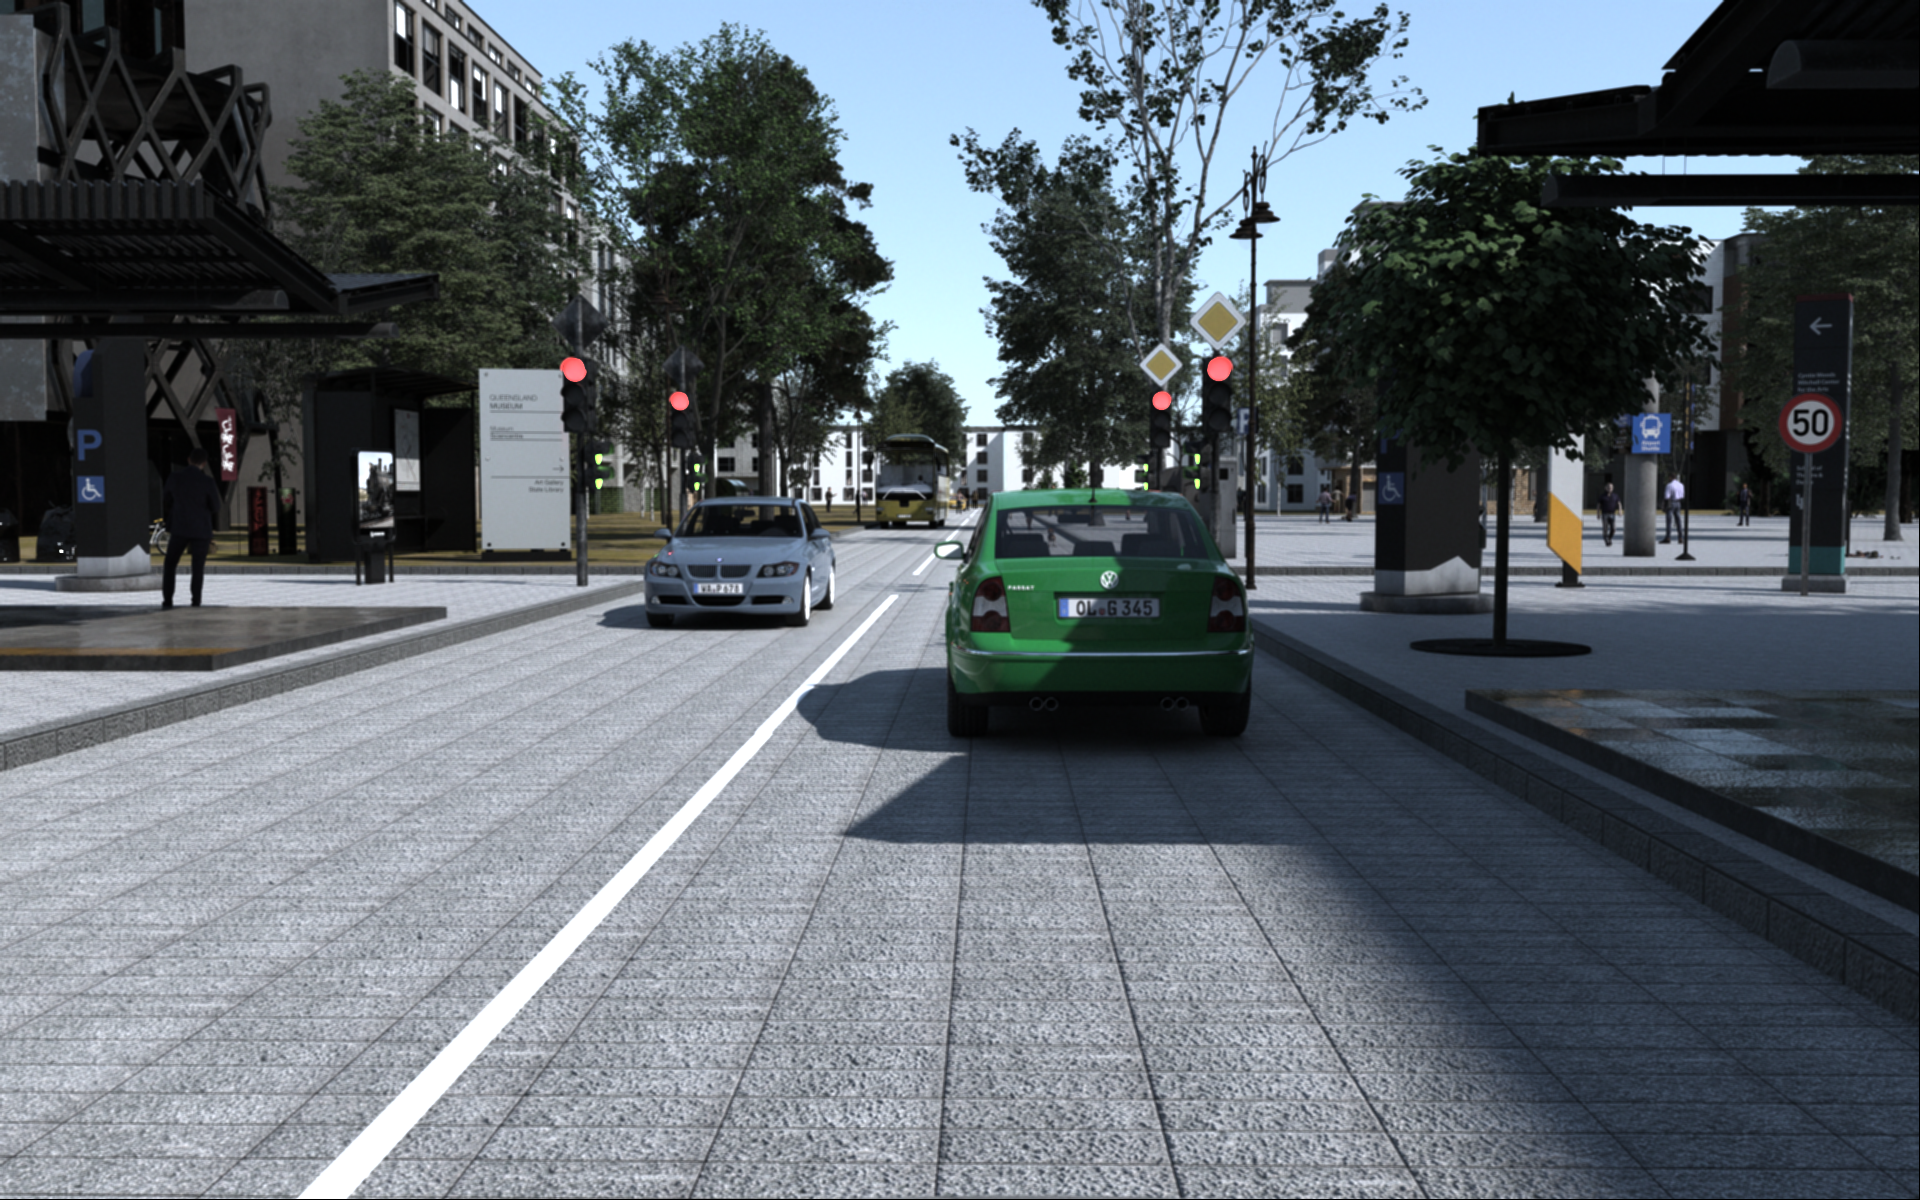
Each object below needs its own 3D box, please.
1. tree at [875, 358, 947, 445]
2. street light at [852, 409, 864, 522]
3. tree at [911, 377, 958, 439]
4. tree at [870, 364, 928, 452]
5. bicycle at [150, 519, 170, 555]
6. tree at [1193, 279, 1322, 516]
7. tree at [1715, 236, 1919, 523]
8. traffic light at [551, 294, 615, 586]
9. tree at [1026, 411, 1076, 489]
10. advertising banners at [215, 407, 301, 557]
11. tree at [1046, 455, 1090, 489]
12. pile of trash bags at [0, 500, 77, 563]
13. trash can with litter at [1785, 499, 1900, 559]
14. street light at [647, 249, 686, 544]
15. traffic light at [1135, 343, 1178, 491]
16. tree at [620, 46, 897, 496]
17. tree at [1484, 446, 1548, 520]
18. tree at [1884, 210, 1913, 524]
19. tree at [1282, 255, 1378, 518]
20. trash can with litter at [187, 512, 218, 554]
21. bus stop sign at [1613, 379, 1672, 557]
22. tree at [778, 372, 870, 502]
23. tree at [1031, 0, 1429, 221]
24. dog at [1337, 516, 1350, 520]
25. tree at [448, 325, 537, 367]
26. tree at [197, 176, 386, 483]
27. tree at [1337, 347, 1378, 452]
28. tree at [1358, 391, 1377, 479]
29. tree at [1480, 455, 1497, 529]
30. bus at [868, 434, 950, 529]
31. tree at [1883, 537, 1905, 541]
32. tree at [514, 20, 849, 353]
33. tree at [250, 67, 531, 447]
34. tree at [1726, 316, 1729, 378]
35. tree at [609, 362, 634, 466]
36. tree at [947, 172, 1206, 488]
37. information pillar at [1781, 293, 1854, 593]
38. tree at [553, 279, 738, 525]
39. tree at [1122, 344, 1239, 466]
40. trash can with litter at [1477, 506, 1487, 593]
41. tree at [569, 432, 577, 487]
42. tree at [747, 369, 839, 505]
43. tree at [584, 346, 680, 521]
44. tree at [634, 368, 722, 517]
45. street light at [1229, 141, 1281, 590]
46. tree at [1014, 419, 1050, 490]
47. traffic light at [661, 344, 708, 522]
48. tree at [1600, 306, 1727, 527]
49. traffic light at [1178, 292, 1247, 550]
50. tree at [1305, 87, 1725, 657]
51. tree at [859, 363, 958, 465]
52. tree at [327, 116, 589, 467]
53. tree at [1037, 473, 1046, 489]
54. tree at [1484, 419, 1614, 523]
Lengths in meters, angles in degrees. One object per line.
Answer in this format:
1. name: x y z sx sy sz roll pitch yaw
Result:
1. tree: -3.441 -15.460 159.433 9.857 13.997 8.962 0 3 0
2. street light: -4.668 -6.539 79.705 0.468 5.910 1.993 0 4 1
3. tree: -3.671 -16.592 178.707 7.806 13.903 7.818 0 3 0
4. tree: -4.179 -9.095 99.066 4.737 8.622 4.395 0 3 0
5. bicycle: -16.661 -1.367 35.567 0.635 0.972 1.543 3 5 42
6. tree: 10.257 -6.714 60.134 4.737 8.622 4.395 0 3 0
7. tree: 49.075 -11.769 94.236 13.155 14.587 18.604 -3 5 -41
8. traffic light: -5.249 -2.128 24.034 0.839 4.213 0.868 0 4 1
9. tree: 6.870 -11.097 131.803 4.737 8.622 4.395 0 3 0
10. advertising banners: -14.471 -2.418 35.716 0.090 3.025 2.074 2 4 27
11. tree: 5.092 -5.055 77.249 1.663 3.219 1.824 0 3 0
12. pile of trash bags: -18.309 -1.401 32.653 3.447 1.369 1.912 -1 4 -12
13. trash can with litter: 18.072 -1.477 35.212 1.678 1.210 2.233 -1 4 -12
14. street light: -5.540 -3.676 32.896 0.468 5.910 1.993 0 4 1
15. traffic light: 3.660 -2.607 31.872 0.839 4.213 0.868 0 4 1
16. tree: -5.637 -8.595 47.949 7.806 13.903 7.818 0 3 0
17. tree: 31.260 -8.700 92.615 4.737 8.622 4.395 0 3 0
18. tree: 46.844 -10.708 76.905 13.155 14.587 18.604 2 4 24
19. tree: 21.098 -11.274 91.760 7.806 13.903 7.818 0 3 0
20. trash can with litter: -16.234 -1.562 36.921 0.624 1.170 1.055 -1 4 -9
21. bus stop sign: 13.974 -2.845 35.525 0.837 3.901 0.837 0 4 -4
22. tree: -8.084 -8.780 93.921 4.737 8.622 4.395 0 3 0
23. tree: 6.049 -11.678 46.825 12.611 20.169 13.585 0 3 0
24. dog: 19.389 -4.245 87.146 0.748 0.427 0.550 1 4 21
25. tree: -20.669 -7.853 78.759 4.360 8.622 3.978 0 3 0
26. tree: -15.086 -5.455 39.557 4.360 8.622 3.978 0 3 0
27. tree: 15.820 -6.866 62.626 4.360 8.622 3.978 0 3 0
28. tree: 25.317 -10.919 100.574 6.751 12.117 7.091 0 3 0
29. tree: 19.776 -7.245 68.821 4.360 8.622 3.978 0 3 0
30. bus: -1.984 -5.087 74.714 2.896 3.916 12.252 0 4 2
31. tree: 25.482 -7.880 46.970 7.486 12.596 7.792 0 3 0
32. tree: -5.873 -6.955 39.464 9.928 11.665 9.643 0 3 0
33. tree: -15.845 -7.890 47.121 7.486 12.596 7.792 0 3 0
34. tree: 27.640 -7.123 66.821 4.360 8.622 3.978 0 3 0
35. tree: -17.613 -8.878 95.519 4.360 8.622 3.978 0 3 0
36. tree: 5.433 -9.913 68.732 9.857 13.997 8.962 0 3 0
37. information pillar: 11.292 -2.040 22.732 0.750 3.857 0.750 2 4 31
38. tree: -12.624 -8.430 72.245 7.601 10.594 8.767 2 4 27
39. tree: 12.792 -10.246 101.934 7.601 10.594 8.767 0 4 3
40. trash can with litter: 6.117 -0.633 21.741 0.624 1.170 1.055 -1 4 -19
41. tree: -19.474 -8.499 89.314 4.737 8.622 4.395 0 3 0
42. tree: -8.626 -8.353 86.932 4.360 8.622 3.978 0 3 0
43. tree: -14.603 -8.082 82.511 4.737 8.622 4.395 0 3 0
44. tree: -14.009 -8.519 89.646 4.360 8.622 3.978 0 3 0
45. street light: 3.910 -3.081 23.157 0.468 5.910 1.993 0 4 1
46. tree: 6.791 -12.992 162.779 4.360 8.622 3.978 0 3 0
47. traffic light: -5.100 -2.616 32.018 0.839 4.213 0.868 0 4 1
48. tree: 21.854 -6.458 55.953 4.360 8.622 3.978 0 3 0
49. traffic light: 3.511 -2.119 23.888 0.839 4.213 0.868 0 4 1
50. tree: 4.385 -1.866 14.224 4.285 4.588 4.351 0 3 0
51. tree: -3.684 -11.499 122.421 7.601 10.594 8.767 1 4 12
52. tree: -17.709 -9.335 59.289 9.857 13.997 8.962 0 3 0
53. tree: 7.330 -8.966 141.192 1.663 3.219 1.824 0 3 0
54. tree: 26.238 -10.441 77.373 9.857 13.997 8.962 0 3 0
